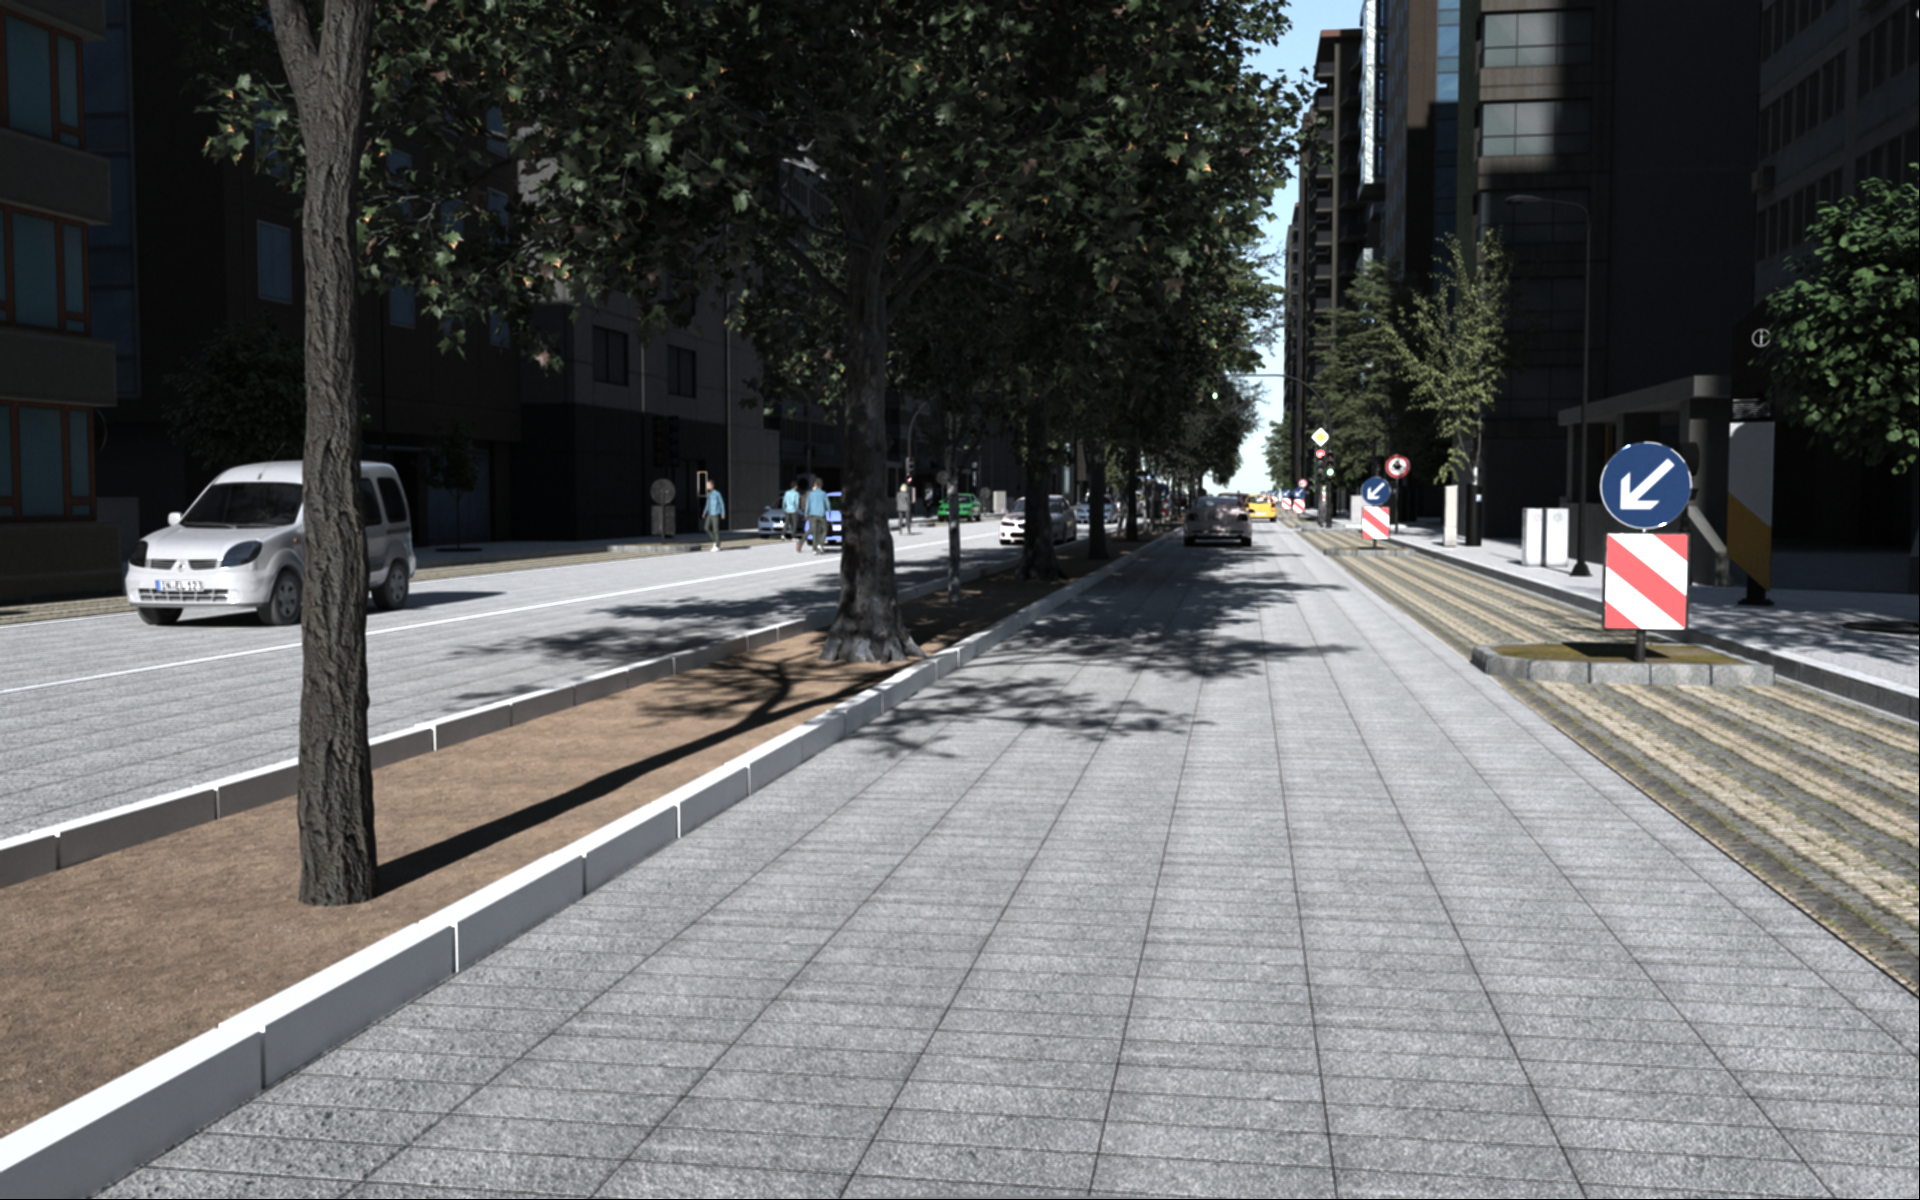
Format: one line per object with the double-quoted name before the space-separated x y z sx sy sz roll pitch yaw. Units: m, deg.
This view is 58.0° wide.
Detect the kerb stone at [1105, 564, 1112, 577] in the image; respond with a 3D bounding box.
"kerb stone" 2.493 -0.475 29.980 0.120 0.150 1.000 1 4 9

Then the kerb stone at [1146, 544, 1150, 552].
"kerb stone" 4.472 -1.219 42.133 0.120 0.150 1.000 1 4 9

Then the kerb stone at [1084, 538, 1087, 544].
"kerb stone" 3.396 -1.607 48.538 0.120 0.150 1.000 1 4 9

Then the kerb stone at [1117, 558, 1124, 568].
"kerb stone" 2.991 -0.660 33.024 0.120 0.150 1.000 1 4 9

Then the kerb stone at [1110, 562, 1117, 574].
"kerb stone" 2.663 -0.532 30.989 0.120 0.150 1.000 1 4 9

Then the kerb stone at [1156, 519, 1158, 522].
"kerb stone" 9.780 -3.995 87.519 0.120 0.150 1.000 1 4 9

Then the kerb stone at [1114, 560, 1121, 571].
"kerb stone" 2.825 -0.600 31.998 0.120 0.150 1.000 1 4 9

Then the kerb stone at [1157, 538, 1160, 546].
"kerb stone" 5.306 -1.528 47.204 0.120 0.150 1.000 1 4 9

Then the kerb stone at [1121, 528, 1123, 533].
"kerb stone" 5.715 -2.478 62.706 0.120 0.150 1.000 1 4 9

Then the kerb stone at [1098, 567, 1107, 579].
"kerb stone" 2.322 -0.414 28.969 0.120 0.150 1.000 1 4 9

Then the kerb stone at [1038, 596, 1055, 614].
"kerb stone" 1.000 0.083 20.877 0.120 0.150 1.000 1 4 9

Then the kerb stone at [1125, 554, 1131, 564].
"kerb stone" 3.321 -0.784 35.042 0.120 0.150 1.000 1 4 9

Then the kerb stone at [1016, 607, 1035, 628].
"kerb stone" 0.670 0.209 18.845 0.120 0.150 1.000 1 4 9

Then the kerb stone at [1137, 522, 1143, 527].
"kerb stone" 8.124 -3.377 77.427 0.120 0.150 1.000 1 4 9

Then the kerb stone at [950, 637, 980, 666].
"kerb stone" 0.011 0.453 14.800 0.120 0.150 1.000 1 4 9

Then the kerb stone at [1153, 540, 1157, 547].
"kerb stone" 4.975 -1.405 45.172 0.120 0.150 1.000 1 4 9

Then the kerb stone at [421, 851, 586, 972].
"kerb stone" -1.484 1.010 5.689 0.120 0.150 1.000 1 4 9

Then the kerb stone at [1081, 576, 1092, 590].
"kerb stone" 1.831 -0.229 25.939 0.120 0.150 1.000 1 4 9

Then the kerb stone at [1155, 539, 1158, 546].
"kerb stone" 5.139 -1.460 46.189 0.120 0.150 1.000 1 4 9

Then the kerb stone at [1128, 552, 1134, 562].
"kerb stone" 3.478 -0.848 36.054 0.120 0.150 1.000 1 4 9

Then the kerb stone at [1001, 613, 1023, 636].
"kerb stone" 0.501 0.267 17.836 0.120 0.150 1.000 1 4 9

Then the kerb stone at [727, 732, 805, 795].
"kerb stone" -0.979 0.824 8.730 0.120 0.150 1.000 1 4 9

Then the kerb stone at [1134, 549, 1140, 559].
"kerb stone" 3.819 -0.964 38.081 0.120 0.150 1.000 1 4 9

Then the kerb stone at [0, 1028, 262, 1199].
"kerb stone" -1.816 1.136 3.670 0.120 0.150 1.000 1 4 9

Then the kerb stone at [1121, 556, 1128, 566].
"kerb stone" 3.150 -0.724 34.034 0.120 0.150 1.000 1 4 9

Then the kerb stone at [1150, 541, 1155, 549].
"kerb stone" 4.813 -1.343 44.149 0.120 0.150 1.000 1 4 9

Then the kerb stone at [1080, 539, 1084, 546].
"kerb stone" 3.228 -1.549 47.529 0.120 0.150 1.000 1 4 9

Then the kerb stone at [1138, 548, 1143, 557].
"kerb stone" 3.980 -1.034 39.097 0.120 0.150 1.000 1 4 9

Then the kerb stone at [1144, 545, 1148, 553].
"kerb stone" 4.314 -1.157 41.118 0.120 0.150 1.000 1 4 9

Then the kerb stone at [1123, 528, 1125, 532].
"kerb stone" 5.882 -2.540 63.720 0.120 0.150 1.000 1 4 9

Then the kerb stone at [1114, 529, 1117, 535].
"kerb stone" 5.221 -2.292 59.675 0.120 0.150 1.000 1 4 9

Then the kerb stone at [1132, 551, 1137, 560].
"kerb stone" 3.645 -0.910 37.073 0.120 0.150 1.000 1 4 9

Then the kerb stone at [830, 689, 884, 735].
"kerb stone" -0.652 0.700 10.748 0.120 0.150 1.000 1 4 9

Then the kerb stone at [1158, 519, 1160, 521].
"kerb stone" 10.766 -4.365 93.590 0.120 0.150 1.000 1 4 9

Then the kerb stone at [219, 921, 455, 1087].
"kerb stone" -1.654 1.071 4.680 0.120 0.150 1.000 1 4 9

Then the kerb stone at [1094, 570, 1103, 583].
"kerb stone" 2.161 -0.352 27.958 0.120 0.150 1.000 1 4 9

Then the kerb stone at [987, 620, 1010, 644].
"kerb stone" 0.338 0.332 16.818 0.120 0.150 1.000 1 4 9

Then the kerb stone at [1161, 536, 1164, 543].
"kerb stone" 5.645 -1.653 49.221 0.120 0.150 1.000 1 4 9

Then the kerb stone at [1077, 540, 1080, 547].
"kerb stone" 3.055 -1.487 46.514 0.120 0.150 1.000 1 4 9

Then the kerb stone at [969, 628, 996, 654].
"kerb stone" 0.175 0.391 15.809 0.120 0.150 1.000 1 4 9

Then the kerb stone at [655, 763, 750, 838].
"kerb stone" -1.147 0.889 7.719 0.120 0.150 1.000 1 4 9

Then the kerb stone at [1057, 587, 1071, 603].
"kerb stone" 1.329 -0.042 22.901 0.120 0.150 1.000 1 4 9

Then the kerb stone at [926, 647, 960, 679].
"kerb stone" -0.160 0.514 13.787 0.120 0.150 1.000 1 4 9

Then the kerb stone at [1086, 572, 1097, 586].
"kerb stone" 1.994 -0.291 26.948 0.120 0.150 1.000 1 4 9

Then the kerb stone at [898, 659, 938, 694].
"kerb stone" -0.329 0.576 12.777 0.120 0.150 1.000 1 4 9

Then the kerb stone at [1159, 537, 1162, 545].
"kerb stone" 5.470 -1.590 48.213 0.120 0.150 1.000 1 4 9

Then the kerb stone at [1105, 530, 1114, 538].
"kerb stone" 5.049 -2.228 58.664 0.120 0.150 1.000 1 4 9

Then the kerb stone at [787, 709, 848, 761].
"kerb stone" -0.819 0.766 9.740 0.120 0.150 1.000 1 4 9

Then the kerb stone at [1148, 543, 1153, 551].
"kerb stone" 4.646 -1.278 43.141 0.120 0.150 1.000 1 4 9

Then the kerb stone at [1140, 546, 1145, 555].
"kerb stone" 4.146 -1.095 40.106 0.120 0.150 1.000 1 4 9

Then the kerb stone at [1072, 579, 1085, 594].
"kerb stone" 1.658 -0.167 24.929 0.120 0.150 1.000 1 4 9

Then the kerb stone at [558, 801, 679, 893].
"kerb stone" -1.319 0.953 6.711 0.120 0.150 1.000 1 4 9

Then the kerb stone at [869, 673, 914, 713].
"kerb stone" -0.484 0.638 11.761 0.120 0.150 1.000 1 4 9

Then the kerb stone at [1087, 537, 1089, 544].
"kerb stone" 3.563 -1.673 49.553 0.120 0.150 1.000 1 4 9

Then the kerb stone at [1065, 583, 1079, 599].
"kerb stone" 1.497 -0.104 23.909 0.120 0.150 1.000 1 4 9

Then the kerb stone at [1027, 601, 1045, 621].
"kerb stone" 0.833 0.145 19.854 0.120 0.150 1.000 1 4 9

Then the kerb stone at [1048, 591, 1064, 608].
"kerb stone" 1.166 0.019 21.891 0.120 0.150 1.000 1 4 9

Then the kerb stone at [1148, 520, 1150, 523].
"kerb stone" 8.622 -3.560 80.452 0.120 0.150 1.000 1 4 9
